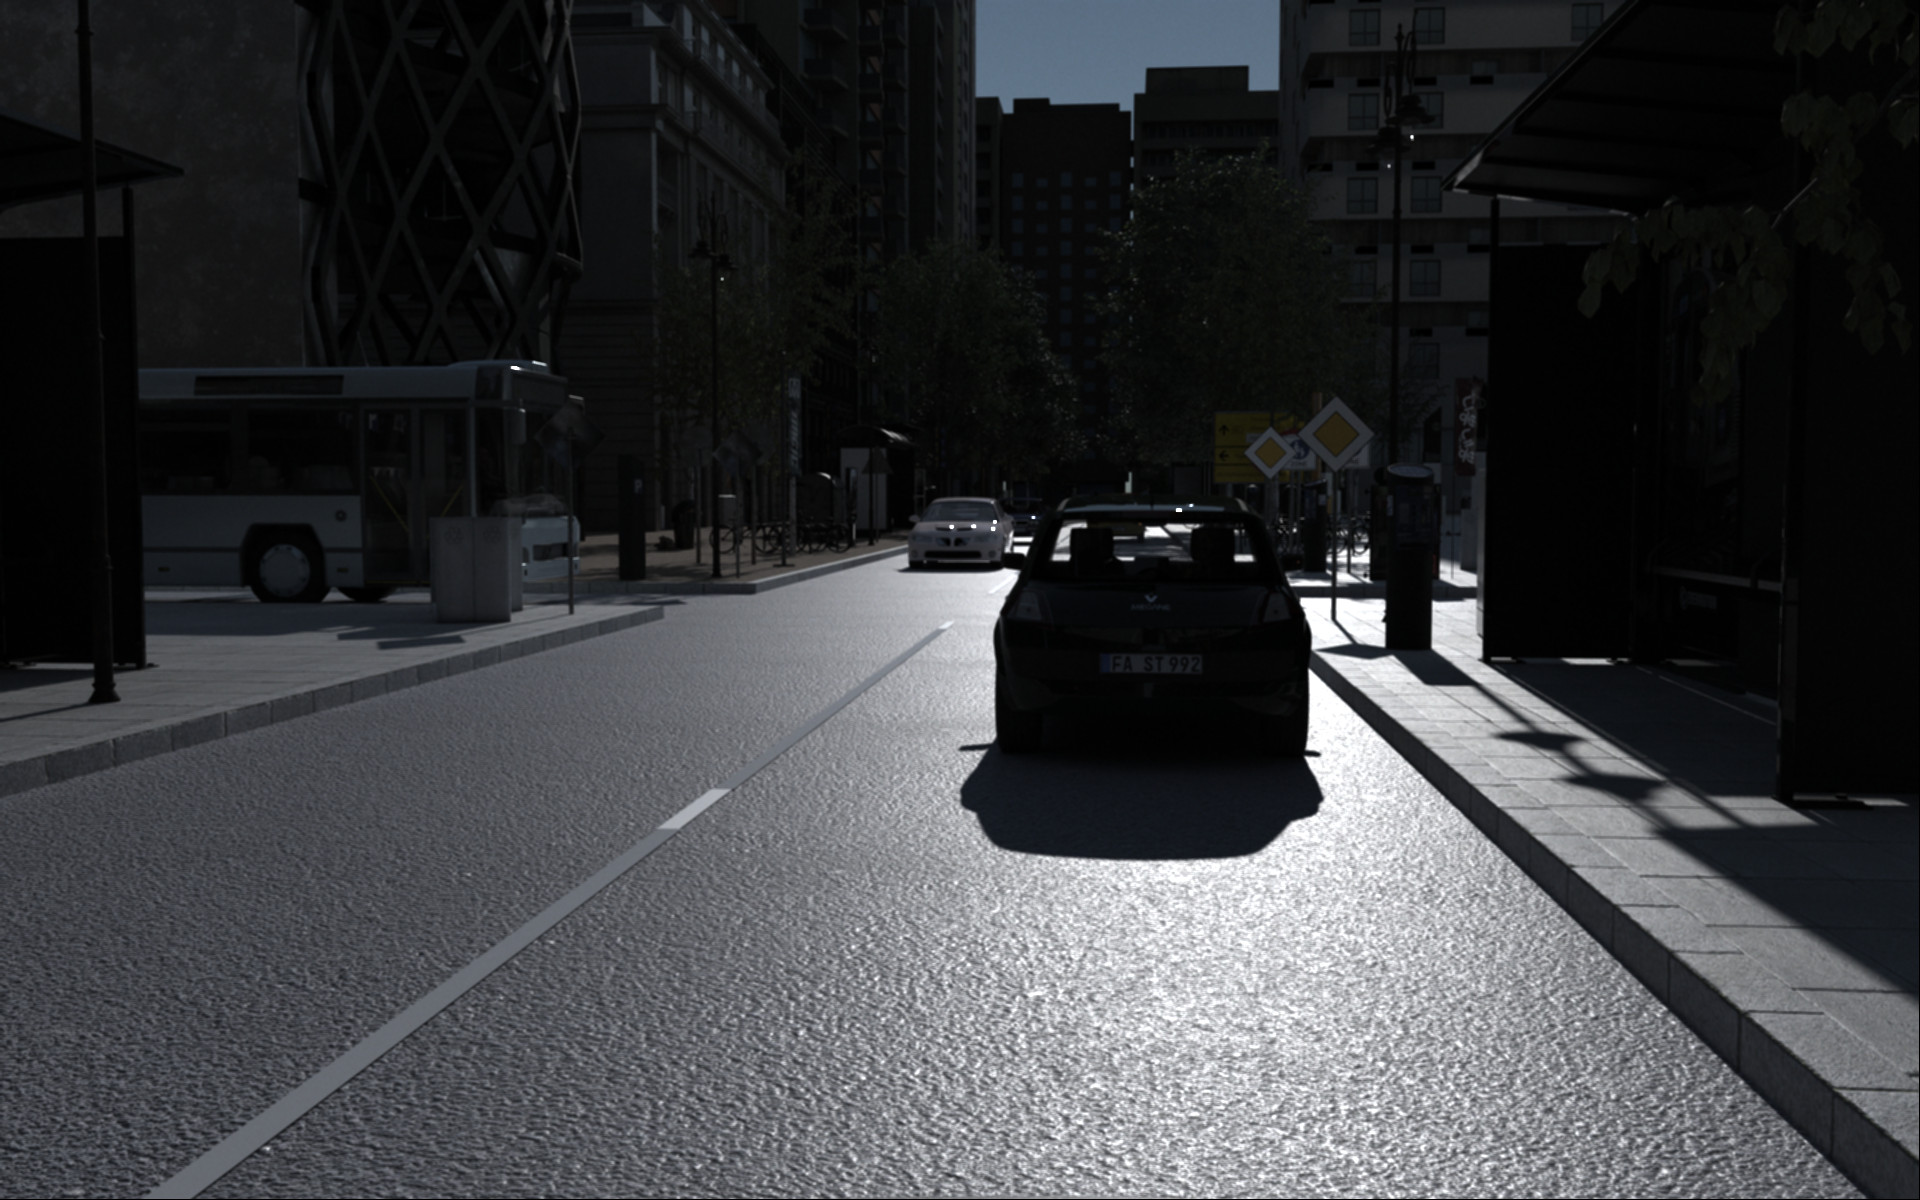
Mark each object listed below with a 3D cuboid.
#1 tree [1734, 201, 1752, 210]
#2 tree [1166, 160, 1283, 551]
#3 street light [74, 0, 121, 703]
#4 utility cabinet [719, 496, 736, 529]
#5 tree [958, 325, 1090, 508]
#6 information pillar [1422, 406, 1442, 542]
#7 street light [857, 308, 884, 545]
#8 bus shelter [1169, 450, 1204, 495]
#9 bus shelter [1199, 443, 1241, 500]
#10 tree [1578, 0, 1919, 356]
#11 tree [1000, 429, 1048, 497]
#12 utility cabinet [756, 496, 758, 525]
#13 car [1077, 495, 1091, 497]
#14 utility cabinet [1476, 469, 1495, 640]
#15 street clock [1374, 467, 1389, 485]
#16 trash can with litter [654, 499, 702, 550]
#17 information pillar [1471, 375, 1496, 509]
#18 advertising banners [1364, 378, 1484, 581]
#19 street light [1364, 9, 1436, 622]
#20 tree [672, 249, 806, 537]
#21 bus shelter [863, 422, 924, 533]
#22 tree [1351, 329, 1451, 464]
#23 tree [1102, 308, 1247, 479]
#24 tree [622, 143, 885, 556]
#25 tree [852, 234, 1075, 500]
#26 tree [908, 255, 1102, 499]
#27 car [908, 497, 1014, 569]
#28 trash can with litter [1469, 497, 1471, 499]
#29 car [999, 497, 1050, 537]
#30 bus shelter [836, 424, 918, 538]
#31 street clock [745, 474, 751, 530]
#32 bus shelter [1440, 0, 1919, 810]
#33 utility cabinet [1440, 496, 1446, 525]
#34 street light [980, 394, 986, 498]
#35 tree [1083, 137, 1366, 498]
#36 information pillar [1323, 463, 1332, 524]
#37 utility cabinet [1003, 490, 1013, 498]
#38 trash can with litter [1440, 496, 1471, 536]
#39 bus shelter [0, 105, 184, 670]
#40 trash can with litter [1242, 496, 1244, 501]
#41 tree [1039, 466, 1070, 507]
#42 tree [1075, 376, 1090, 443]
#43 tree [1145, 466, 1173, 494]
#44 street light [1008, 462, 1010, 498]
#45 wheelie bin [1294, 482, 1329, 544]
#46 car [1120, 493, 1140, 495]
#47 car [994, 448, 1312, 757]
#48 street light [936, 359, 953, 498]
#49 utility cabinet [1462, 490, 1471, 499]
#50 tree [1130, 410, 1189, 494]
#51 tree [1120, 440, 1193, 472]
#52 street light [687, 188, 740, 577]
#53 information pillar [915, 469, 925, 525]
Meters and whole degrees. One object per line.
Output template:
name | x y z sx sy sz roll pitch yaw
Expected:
tree | 22.227 -7.317 45.396 9.928 11.665 9.643 0 3 0
tree | 7.350 -5.411 38.832 4.737 8.622 4.395 0 3 0
street light | -5.288 -2.308 10.526 0.468 5.910 1.993 0 4 5
utility cabinet | -8.597 -3.253 64.341 0.306 1.237 1.020 2 4 29
tree | 2.559 -11.202 101.278 7.486 12.596 7.792 0 3 0
information pillar | 12.535 -3.340 45.963 0.504 3.616 0.183 -1 4 -10
street light | -2.217 -4.301 43.109 0.468 5.910 1.993 0 4 5
bus shelter | 10.909 -5.375 81.811 2.014 3.302 5.546 0 4 6
bus shelter | 11.113 -5.787 72.243 2.179 5.291 8.768 0 4 5
tree | 3.154 -3.284 4.049 4.737 8.622 4.395 0 3 0
tree | 4.338 -9.957 113.156 4.360 8.622 3.978 0 3 0
utility cabinet | -7.527 -3.188 63.289 0.306 1.237 1.020 0 4 -6
car | 9.829 -7.706 138.355 2.083 1.381 4.827 0 4 3
utility cabinet | 4.788 -0.406 15.320 0.318 1.500 1.173 1 4 12
street clock | 11.248 -2.534 46.007 0.471 2.002 0.358 0 4 -6
trash can with litter | -6.519 -1.750 40.001 0.624 1.170 1.055 3 4 39
information pillar | 10.272 -2.607 33.976 0.504 3.616 0.183 1 4 22
advertising banners | 6.971 -1.820 25.941 2.074 3.025 0.090 -1 4 -21
street light | 4.320 -2.715 17.186 0.468 5.910 1.993 0 4 5
tree | -6.555 -6.200 51.727 4.360 8.622 3.978 0 3 0
bus shelter | -2.426 -4.174 59.527 1.731 3.624 6.357 0 4 5
tree | 19.464 -7.727 76.701 4.360 8.622 3.978 0 3 0
tree | 12.601 -11.192 100.004 9.611 12.733 9.660 0 3 0
tree | -3.719 -5.232 35.898 4.737 8.622 4.395 0 3 0
tree | -0.805 -8.785 69.394 9.928 11.665 9.643 0 3 0
tree | 1.588 -10.174 83.358 9.611 12.733 9.660 0 3 0
car | 0.072 -1.377 34.879 2.083 1.381 4.827 0 4 5
trash can with litter | 28.136 -5.077 94.388 1.055 1.170 0.624 -3 5 -40
car | 1.750 -2.333 50.725 1.945 1.354 3.894 0 4 6
bus shelter | -2.616 -3.612 52.986 2.014 3.302 5.546 0 4 6
street clock | -7.395 -3.454 61.035 0.358 2.002 0.471 0 4 0
bus shelter | 4.195 -1.148 10.053 1.731 3.624 6.357 0 4 5
utility cabinet | 19.611 -3.703 71.703 0.306 1.237 1.020 -3 4 -38
street light | 0.973 -6.365 76.850 0.468 5.910 1.993 0 4 5
tree | 9.352 -9.460 61.330 9.857 13.997 8.962 0 3 0
information pillar | 14.204 -4.622 66.918 0.504 3.616 0.183 -3 5 -42
utility cabinet | 2.651 -5.631 100.753 0.318 1.500 1.173 2 4 32
trash can with litter | 15.436 -2.616 53.829 1.678 1.210 2.233 3 5 43
bus shelter | -6.753 -1.123 9.650 1.731 3.624 6.357 0 4 5
trash can with litter | 13.741 -4.489 84.781 0.624 1.170 1.055 1 4 12
tree | 9.570 -11.894 178.172 4.285 4.588 4.351 0 3 0
tree | 5.340 -12.059 122.920 9.928 11.665 9.643 0 3 0
tree | 13.583 -7.446 116.337 1.663 3.219 1.824 0 3 0
street light | 2.650 -7.375 93.376 0.468 5.910 1.993 0 4 5
wheelie bin | 9.086 -2.258 44.826 0.980 1.594 0.693 2 4 35
car | 8.243 -4.587 84.031 2.155 1.783 4.494 0 4 5
car | 1.208 -0.069 10.910 2.009 1.686 4.222 0 4 6
street light | -0.535 -5.312 59.635 0.468 5.910 1.993 0 4 5
utility cabinet | 28.450 -5.343 96.032 1.173 1.500 0.318 1 4 19
tree | 16.316 -13.021 138.642 9.928 11.665 9.643 0 3 0
tree | 17.386 -13.128 149.060 7.601 10.594 8.767 2 4 27
street light | -3.759 -3.289 26.571 0.468 5.910 1.993 0 4 5
information pillar | -1.178 -2.850 51.090 0.304 2.012 0.304 0 4 1
